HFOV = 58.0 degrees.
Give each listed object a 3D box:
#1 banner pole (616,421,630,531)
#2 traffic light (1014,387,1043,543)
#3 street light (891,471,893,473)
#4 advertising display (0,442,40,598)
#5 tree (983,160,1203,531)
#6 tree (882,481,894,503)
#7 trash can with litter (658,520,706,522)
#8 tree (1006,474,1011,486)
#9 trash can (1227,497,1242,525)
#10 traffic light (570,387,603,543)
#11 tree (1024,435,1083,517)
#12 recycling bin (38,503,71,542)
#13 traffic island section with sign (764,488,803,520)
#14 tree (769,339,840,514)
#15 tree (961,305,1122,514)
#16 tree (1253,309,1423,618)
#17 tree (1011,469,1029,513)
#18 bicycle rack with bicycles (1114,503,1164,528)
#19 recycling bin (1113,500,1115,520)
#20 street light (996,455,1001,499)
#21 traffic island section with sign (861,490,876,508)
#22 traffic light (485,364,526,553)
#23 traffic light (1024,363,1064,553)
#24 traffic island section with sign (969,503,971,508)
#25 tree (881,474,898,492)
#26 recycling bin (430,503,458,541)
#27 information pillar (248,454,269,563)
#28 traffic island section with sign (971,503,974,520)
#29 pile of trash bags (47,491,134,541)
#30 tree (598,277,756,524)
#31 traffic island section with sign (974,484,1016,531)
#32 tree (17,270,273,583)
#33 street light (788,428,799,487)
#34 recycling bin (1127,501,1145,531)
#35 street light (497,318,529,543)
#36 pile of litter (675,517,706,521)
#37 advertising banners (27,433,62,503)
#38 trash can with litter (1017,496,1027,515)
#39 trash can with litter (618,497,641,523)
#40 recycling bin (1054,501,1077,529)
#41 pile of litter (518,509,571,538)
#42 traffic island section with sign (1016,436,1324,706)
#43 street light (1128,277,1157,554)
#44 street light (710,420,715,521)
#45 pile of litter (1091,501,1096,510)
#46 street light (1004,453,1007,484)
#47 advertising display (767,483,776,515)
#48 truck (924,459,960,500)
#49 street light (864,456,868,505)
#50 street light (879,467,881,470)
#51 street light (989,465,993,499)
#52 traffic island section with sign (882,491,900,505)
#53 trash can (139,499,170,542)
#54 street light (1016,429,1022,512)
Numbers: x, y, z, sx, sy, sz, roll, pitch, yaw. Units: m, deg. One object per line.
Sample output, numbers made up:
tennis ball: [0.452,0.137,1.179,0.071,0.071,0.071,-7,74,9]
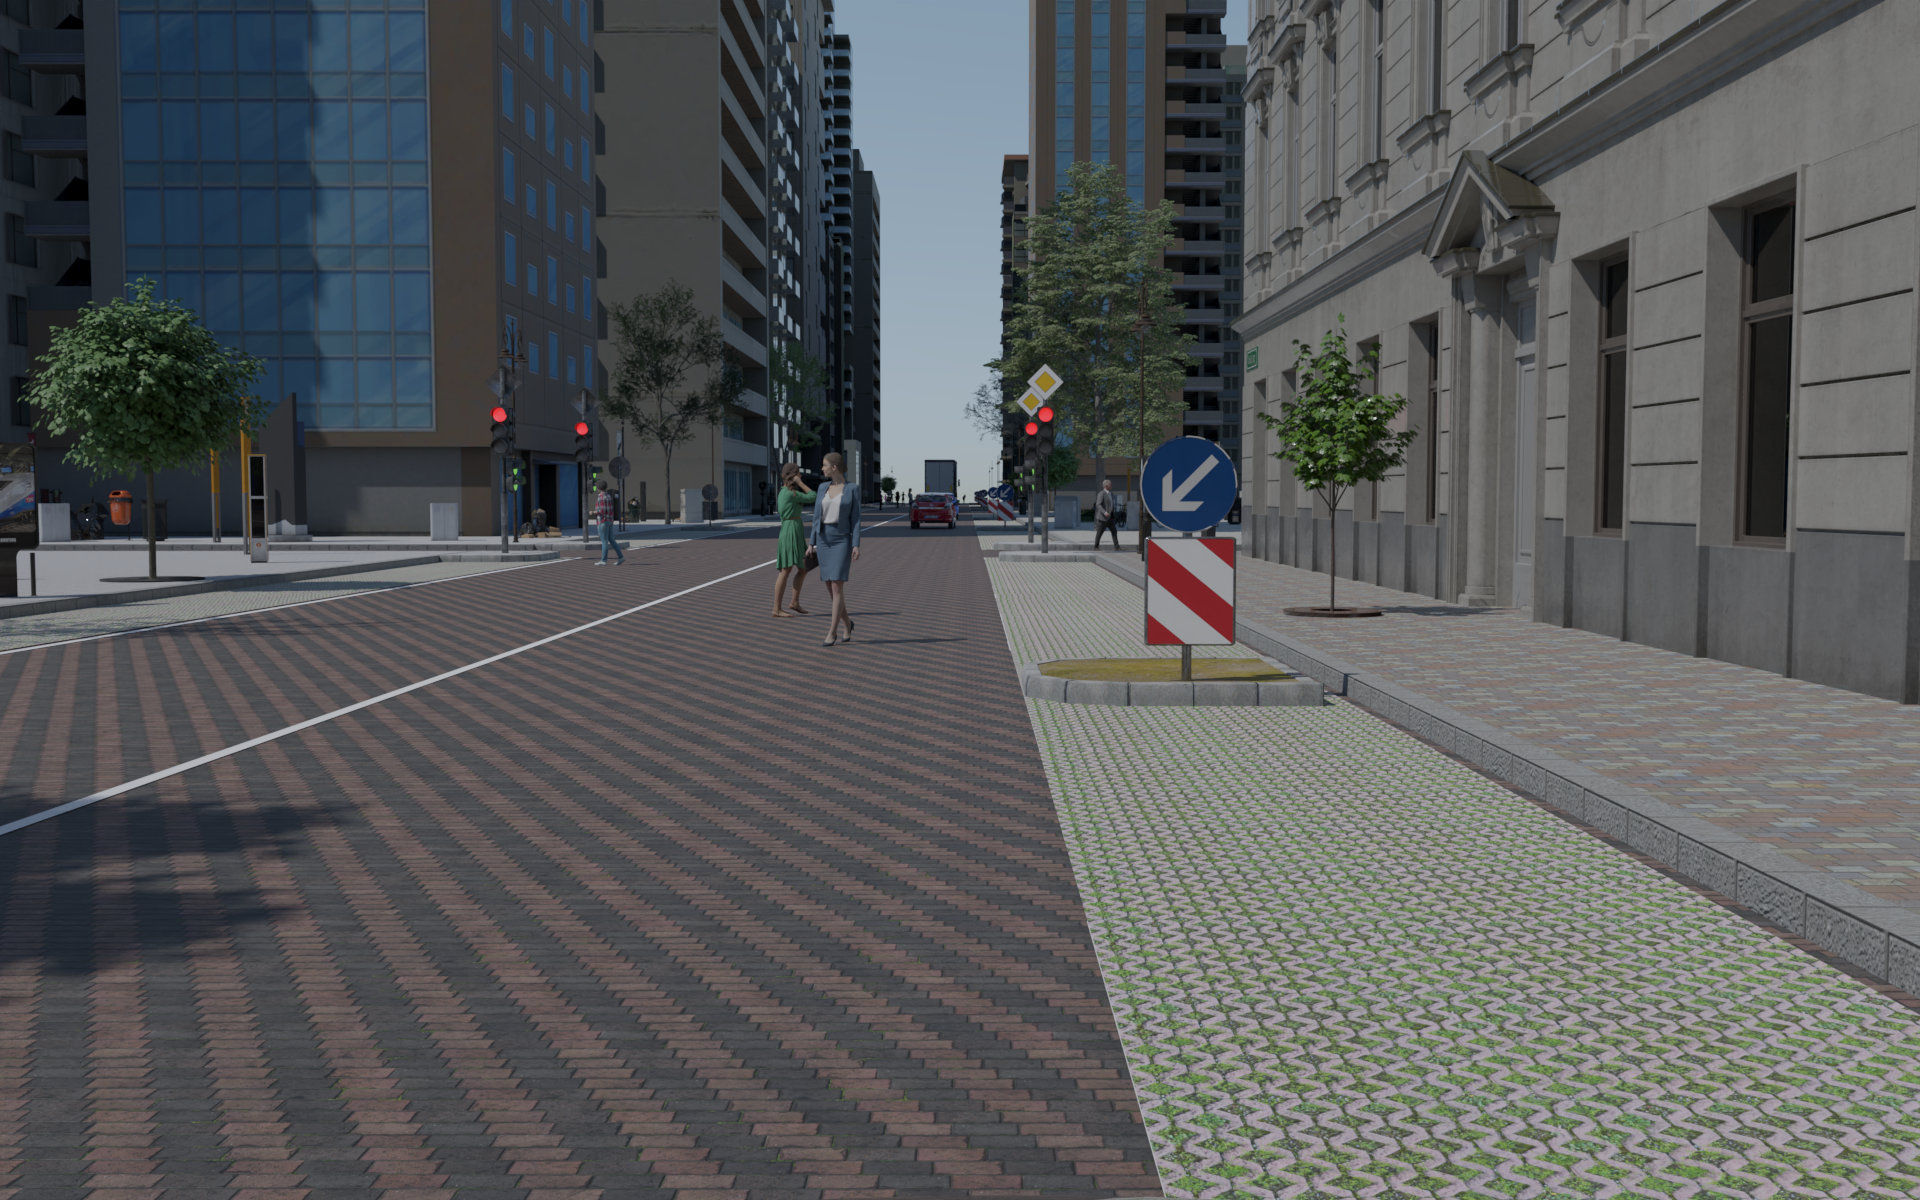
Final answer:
banner pole: [-11.583,-4.231,59.201,0.401,3.779,0.863,1,4,9]
traffic light: [1.846,-3.454,45.390,0.839,4.253,0.868,0,4,0]
street light: [-10.990,-18.783,279.885,0.468,5.910,1.993,0,4,0]
advertising display: [-11.875,-0.990,21.399,0.123,1.923,0.974,2,4,29]
tree: [4.604,-8.671,59.900,7.486,12.596,7.792,0,3,0]
tree: [-11.220,-16.476,263.988,1.663,3.219,1.824,0,3,0]
trash can with litter: [-12.775,-4.207,79.847,2.233,1.210,1.678,1,4,10]
tree: [4.081,-8.605,135.300,1.663,3.219,1.824,0,3,0]
trash can: [11.572,-3.749,72.945,0.748,1.137,0.748,0,3,0]
traffic light: [-9.816,-3.455,45.414,0.839,4.253,0.868,0,4,0]
tree: [5.250,-6.939,97.171,4.285,4.588,4.351,0,3,0]
recycling bin: [-24.337,-2.073,46.440,0.722,1.027,0.722,-3,5,-40]
traffic island section with sign: [-9.686,-5.308,95.409,1.989,1.847,2.006,0,4,0]
tree: [-11.633,-11.395,112.060,9.928,11.665,9.643,0,3,0]
tree: [5.354,-12.204,109.899,12.009,13.543,11.850,0,3,0]
tree: [3.962,-1.445,18.220,1.663,3.219,1.824,0,3,0]
tree: [4.721,-7.629,119.337,1.663,3.219,1.824,0,3,0]
bicycle rack with bicycles: [6.730,-3.225,66.106,2.852,0.926,2.925,3,5,45]
recycling bin: [6.306,-3.809,74.826,0.722,1.027,0.722,0,4,7]
street light: [4.462,-14.239,205.590,0.468,5.910,1.993,0,4,0]
traffic island section with sign: [-9.409,-10.001,172.151,1.989,1.847,2.006,0,4,0]
traffic light: [-9.843,-2.967,37.429,0.839,4.253,0.868,0,4,0]
traffic light: [1.818,-2.965,37.405,0.839,4.253,0.868,0,4,0]
traffic island section with sign: [1.905,-8.375,145.560,1.989,1.847,2.006,0,4,0]
tree: [-11.500,-17.809,274.887,4.285,4.588,4.351,0,3,0]
recycling bin: [-14.235,-2.156,47.804,0.722,1.027,0.722,-1,4,-17]
information pillar: [-13.068,-1.698,32.262,0.304,2.012,0.304,-1,4,-17]
traffic island section with sign: [1.729,-5.265,94.710,1.989,1.847,2.006,0,4,0]
pile of trash bags: [-24.358,-2.341,48.028,3.447,1.369,1.912,1,4,18]
tree: [-12.257,-8.520,73.707,8.767,10.594,7.601,2,4,26]
traffic island section with sign: [1.630,-3.577,67.119,1.989,1.847,2.006,0,4,0]
tree: [-12.098,-2.564,25.642,4.285,4.588,4.351,0,3,0]
street light: [-11.615,-8.962,119.323,0.468,5.910,1.993,0,4,0]
recycling bin: [6.282,-2.976,61.210,0.722,1.027,0.722,1,4,10]
street light: [-11.756,-4.457,45.665,0.468,5.910,1.993,0,4,0]
pile of litter: [-13.071,-4.278,83.905,1.176,0.858,1.719,-3,5,-39]
advertising banners: [-26.585,-3.311,50.320,0.090,3.025,2.074,0,4,-4]
trash can with litter: [3.812,-5.811,106.391,0.624,1.170,1.055,0,4,2]
trash can with litter: [-14.630,-3.989,76.601,1.055,1.170,0.624,2,4,24]
recycling bin: [3.935,-3.185,64.625,0.722,1.027,0.722,1,4,14]
pile of litter: [-12.197,-2.251,50.762,1.719,0.858,1.176,-2,4,-23]
traffic island section with sign: [1.454,-0.240,12.555,1.989,1.847,2.006,0,4,0]
street light: [3.884,-3.926,36.980,0.468,5.910,1.993,0,4,0]
street light: [-11.780,-6.710,82.494,0.468,5.910,1.993,0,4,0]
pile of litter: [8.996,-5.926,110.848,1.176,0.858,1.719,3,4,37]
street light: [4.238,-11.437,159.780,0.468,5.910,1.993,0,4,0]
advertising display: [-11.410,-6.096,104.889,0.123,1.923,0.974,-2,4,-33]
truck: [-1.526,-9.603,145.915,2.839,4.237,11.283,0,4,1]
street light: [-11.173,-14.266,206.038,0.468,5.910,1.993,0,4,0]
street light: [-11.219,-16.519,242.868,0.468,5.910,1.993,0,4,0]
street light: [4.762,-18.749,279.327,0.468,5.910,1.993,0,4,0]
traffic island section with sign: [-9.229,-13.364,227.133,1.989,1.847,2.006,0,4,0]
trash can: [-21.802,-2.156,46.905,0.748,1.137,0.748,0,3,0]
street light: [4.221,-9.184,122.951,0.468,5.910,1.993,0,4,0]
